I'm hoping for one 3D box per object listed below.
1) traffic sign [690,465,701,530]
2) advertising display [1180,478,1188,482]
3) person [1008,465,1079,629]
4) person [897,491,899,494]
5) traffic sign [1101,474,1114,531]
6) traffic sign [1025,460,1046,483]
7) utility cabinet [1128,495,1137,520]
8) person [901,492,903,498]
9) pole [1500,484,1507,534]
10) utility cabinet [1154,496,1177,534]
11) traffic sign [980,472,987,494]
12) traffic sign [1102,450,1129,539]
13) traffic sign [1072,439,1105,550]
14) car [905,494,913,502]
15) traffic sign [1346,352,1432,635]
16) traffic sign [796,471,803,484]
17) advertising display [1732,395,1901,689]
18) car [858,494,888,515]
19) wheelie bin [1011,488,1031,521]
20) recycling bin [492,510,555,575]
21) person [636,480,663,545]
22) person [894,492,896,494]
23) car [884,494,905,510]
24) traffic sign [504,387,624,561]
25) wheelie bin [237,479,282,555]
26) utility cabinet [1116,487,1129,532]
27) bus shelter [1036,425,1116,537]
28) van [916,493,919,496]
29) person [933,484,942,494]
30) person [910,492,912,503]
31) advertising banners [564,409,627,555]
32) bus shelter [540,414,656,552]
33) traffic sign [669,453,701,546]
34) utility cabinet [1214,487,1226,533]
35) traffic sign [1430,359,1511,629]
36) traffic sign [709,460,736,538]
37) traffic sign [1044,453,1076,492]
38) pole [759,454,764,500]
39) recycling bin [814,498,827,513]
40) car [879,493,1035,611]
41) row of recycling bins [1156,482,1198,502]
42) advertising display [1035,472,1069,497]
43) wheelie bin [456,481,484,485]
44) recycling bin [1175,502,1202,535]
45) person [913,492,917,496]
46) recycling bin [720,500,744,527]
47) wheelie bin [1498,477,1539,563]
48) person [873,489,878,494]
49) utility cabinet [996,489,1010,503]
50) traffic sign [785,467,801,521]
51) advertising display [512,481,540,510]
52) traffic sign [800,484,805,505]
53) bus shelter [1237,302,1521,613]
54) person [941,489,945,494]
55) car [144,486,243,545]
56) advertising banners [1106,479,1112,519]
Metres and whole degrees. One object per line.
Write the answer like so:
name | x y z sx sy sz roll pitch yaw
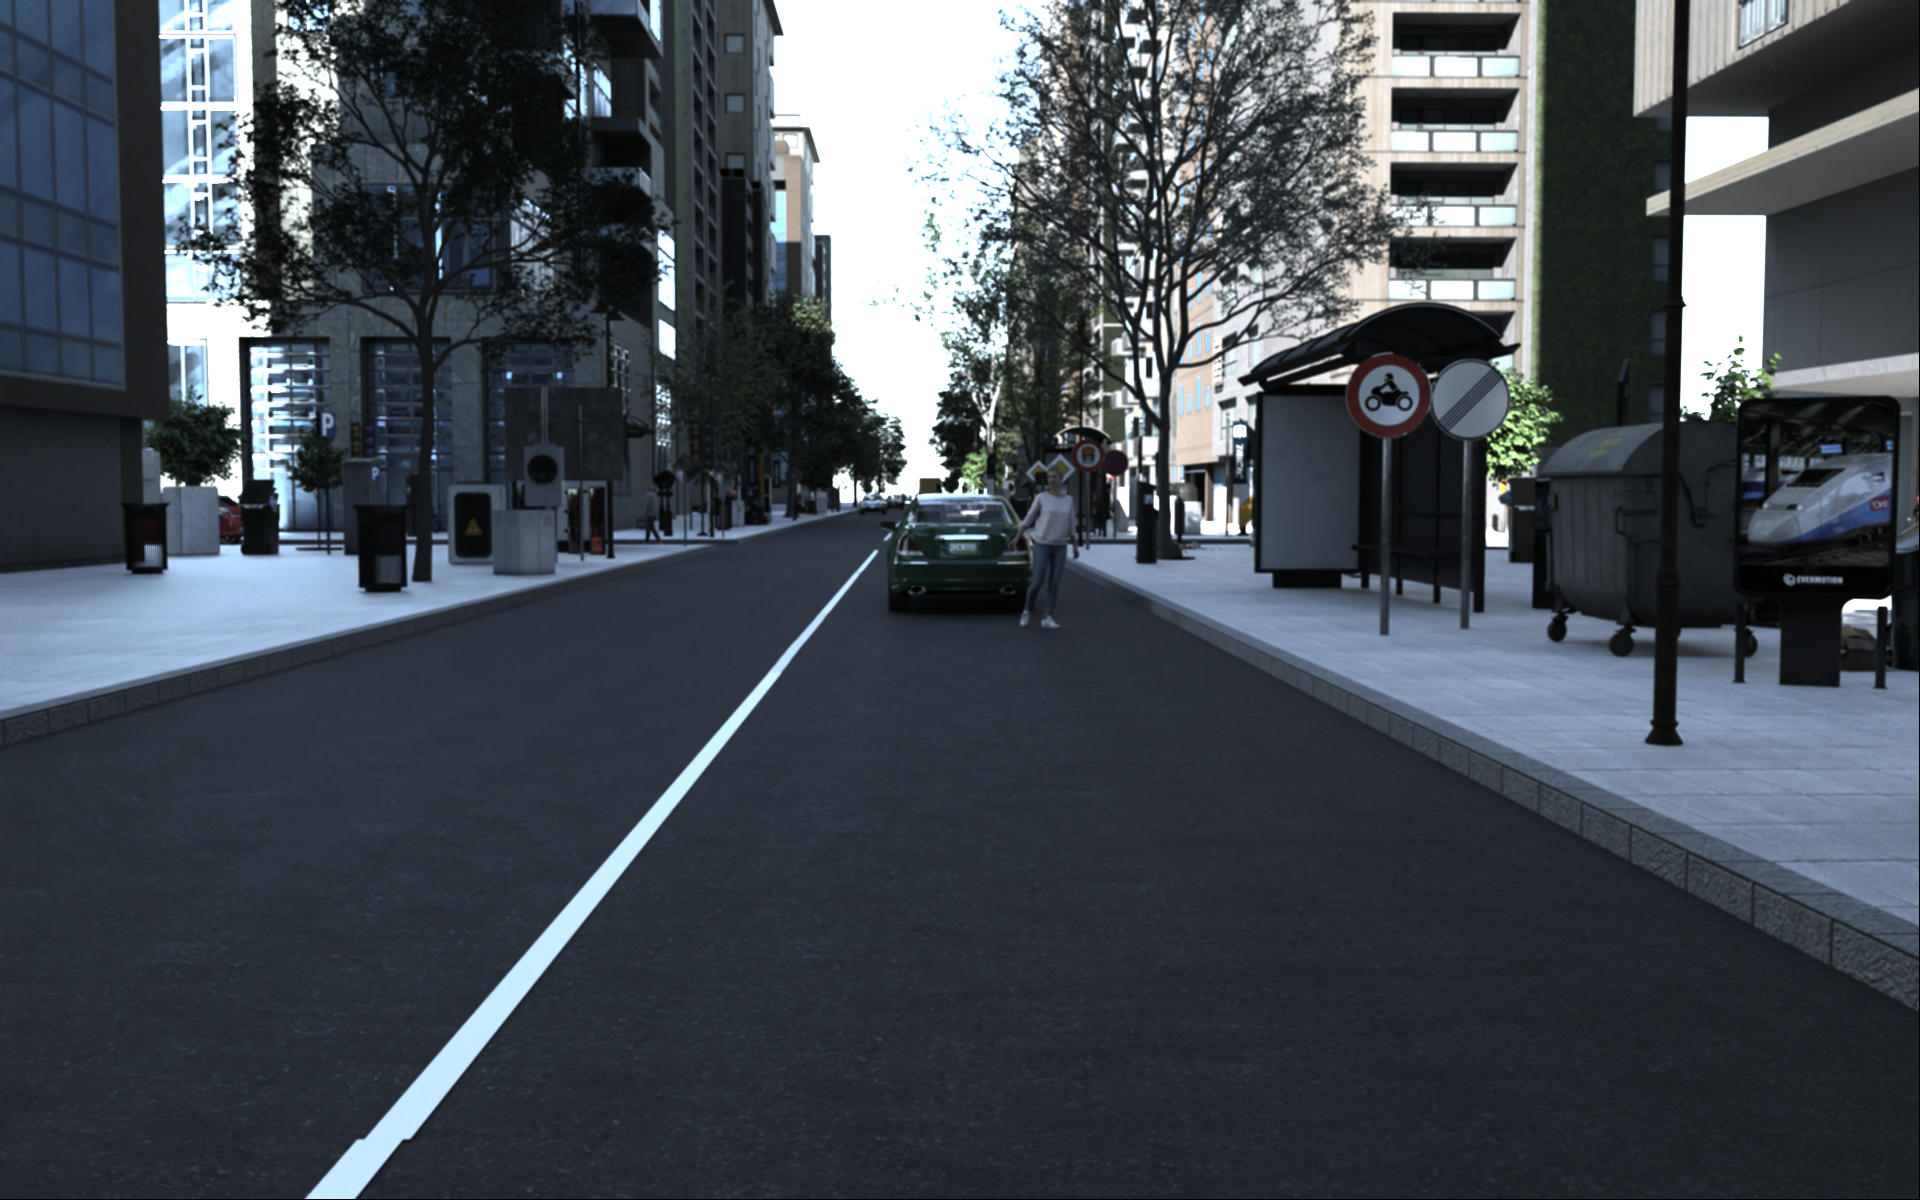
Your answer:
traffic sign | -9.604 -3.773 61.801 0.768 2.556 0.104 0 4 4
advertising display | 8.965 -3.928 69.443 0.123 1.923 0.974 0 4 -3
person | 0.844 -0.575 18.570 0.731 1.740 0.598 -2 4 -28
person | -7.563 -12.653 215.904 0.750 1.759 0.617 0 4 5
traffic sign | 4.936 -3.695 60.420 0.884 2.594 0.081 0 4 3
traffic sign | 2.295 -2.871 50.583 0.795 2.450 0.064 0 4 -1
utility cabinet | 8.443 -4.582 86.075 1.020 1.237 0.306 1 4 23
person | -9.150 -16.123 272.919 0.445 1.727 0.742 -1 4 -13
pole | 17.545 -3.794 55.883 0.158 3.312 0.155 0 3 0
utility cabinet | 6.500 -2.757 56.241 1.020 1.237 0.306 2 4 27
traffic sign | 1.522 -6.028 98.662 0.768 2.556 0.104 0 4 4
traffic sign | 4.462 -3.042 49.847 0.768 2.556 0.104 0 4 5
traffic sign | 2.950 -2.435 39.911 0.768 2.556 0.104 0 4 1
car | -8.714 -16.606 283.311 2.131 1.459 4.920 0 4 -2
traffic sign | 3.868 -0.954 15.705 0.768 2.556 0.104 0 4 4
traffic sign | -8.267 -5.313 86.967 0.768 2.556 0.104 0 4 1
advertising display | 5.693 -0.388 11.554 0.974 1.923 0.123 2 4 25
car | -6.084 -6.702 121.378 2.131 1.459 4.920 0 4 -1
wheelie bin | 2.986 -4.656 84.031 0.980 1.594 0.693 0 4 7
recycling bin | -6.986 -0.928 27.735 0.722 1.027 0.722 3 4 36
person | -8.141 -2.246 45.403 0.728 1.800 0.709 1 4 10
person | -9.958 -15.752 266.048 0.705 1.824 1.348 2 4 28
car | -6.102 -9.251 161.040 2.009 1.686 4.222 0 4 1
traffic sign | -7.552 -2.396 33.045 2.265 3.308 0.079 0 3 0
wheelie bin | -14.870 -1.766 36.774 0.980 1.594 0.693 0 4 6
utility cabinet | 5.477 -3.051 58.565 0.318 1.500 1.173 0 4 -3
bus shelter | 3.515 -3.648 53.561 2.014 3.302 5.546 0 4 -1
van | -4.389 -12.950 216.115 2.240 2.365 5.245 0 4 -1
person | -0.845 -3.619 67.650 0.713 1.824 0.794 1 4 14
person | -6.437 -13.533 230.587 0.721 1.723 1.217 0 4 -4
advertising banners | -7.674 -2.467 36.531 2.074 3.025 0.090 3 5 40
bus shelter | -8.534 -2.852 40.556 2.014 3.302 5.546 0 4 -1
traffic sign | -6.731 -2.372 42.429 0.795 2.450 0.064 0 4 -1
utility cabinet | 8.597 -2.973 57.281 0.318 1.500 1.173 0 4 3
traffic sign | 4.814 -0.999 16.442 0.768 2.556 0.104 0 4 0
traffic sign | -6.898 -2.861 50.412 0.795 2.450 0.064 0 4 -1
traffic sign | 2.461 -2.383 42.599 0.795 2.450 0.064 0 4 -1
pole | -10.015 -5.724 87.435 0.158 3.312 0.155 0 3 0
recycling bin | -9.356 -6.341 116.221 0.722 1.027 0.722 -1 4 -16
car | -0.012 -0.666 22.687 2.131 1.459 4.920 0 4 -1
row of recycling bins | 7.819 -3.372 62.240 1.069 1.692 3.534 0 4 -5
advertising display | 2.667 -2.763 50.386 0.974 1.923 0.123 0 4 -2
wheelie bin | -11.924 -2.089 42.060 0.980 1.594 0.693 -1 4 -15
recycling bin | 7.190 -2.569 54.550 0.722 1.027 0.722 0 4 -3
person | -7.005 -16.268 275.205 1.217 1.736 0.721 -1 4 -20
recycling bin | -8.964 -3.395 68.062 0.722 1.027 0.722 2 4 35
wheelie bin | 10.590 -1.503 32.480 0.980 1.594 0.693 0 4 7
person | -6.668 -7.876 137.415 1.348 1.807 0.705 -1 4 -20
utility cabinet | 1.882 -4.077 75.345 0.318 1.500 1.173 -1 4 -14
traffic sign | -7.932 -5.028 82.309 0.768 2.556 0.104 0 4 5
advertising display | -10.470 -2.241 41.858 0.123 1.923 0.974 1 4 23
traffic sign | -10.384 -7.070 115.695 0.768 2.556 0.104 0 4 7
bus shelter | 4.857 -1.660 21.073 2.014 3.302 5.546 0 4 -1
person | -1.424 -7.828 136.505 1.348 1.821 0.705 0 4 -2
car | -21.286 -2.269 46.131 4.494 1.783 2.155 0 4 -1
advertising banners | 7.254 -5.491 85.958 0.090 3.025 2.074 -1 4 -12
